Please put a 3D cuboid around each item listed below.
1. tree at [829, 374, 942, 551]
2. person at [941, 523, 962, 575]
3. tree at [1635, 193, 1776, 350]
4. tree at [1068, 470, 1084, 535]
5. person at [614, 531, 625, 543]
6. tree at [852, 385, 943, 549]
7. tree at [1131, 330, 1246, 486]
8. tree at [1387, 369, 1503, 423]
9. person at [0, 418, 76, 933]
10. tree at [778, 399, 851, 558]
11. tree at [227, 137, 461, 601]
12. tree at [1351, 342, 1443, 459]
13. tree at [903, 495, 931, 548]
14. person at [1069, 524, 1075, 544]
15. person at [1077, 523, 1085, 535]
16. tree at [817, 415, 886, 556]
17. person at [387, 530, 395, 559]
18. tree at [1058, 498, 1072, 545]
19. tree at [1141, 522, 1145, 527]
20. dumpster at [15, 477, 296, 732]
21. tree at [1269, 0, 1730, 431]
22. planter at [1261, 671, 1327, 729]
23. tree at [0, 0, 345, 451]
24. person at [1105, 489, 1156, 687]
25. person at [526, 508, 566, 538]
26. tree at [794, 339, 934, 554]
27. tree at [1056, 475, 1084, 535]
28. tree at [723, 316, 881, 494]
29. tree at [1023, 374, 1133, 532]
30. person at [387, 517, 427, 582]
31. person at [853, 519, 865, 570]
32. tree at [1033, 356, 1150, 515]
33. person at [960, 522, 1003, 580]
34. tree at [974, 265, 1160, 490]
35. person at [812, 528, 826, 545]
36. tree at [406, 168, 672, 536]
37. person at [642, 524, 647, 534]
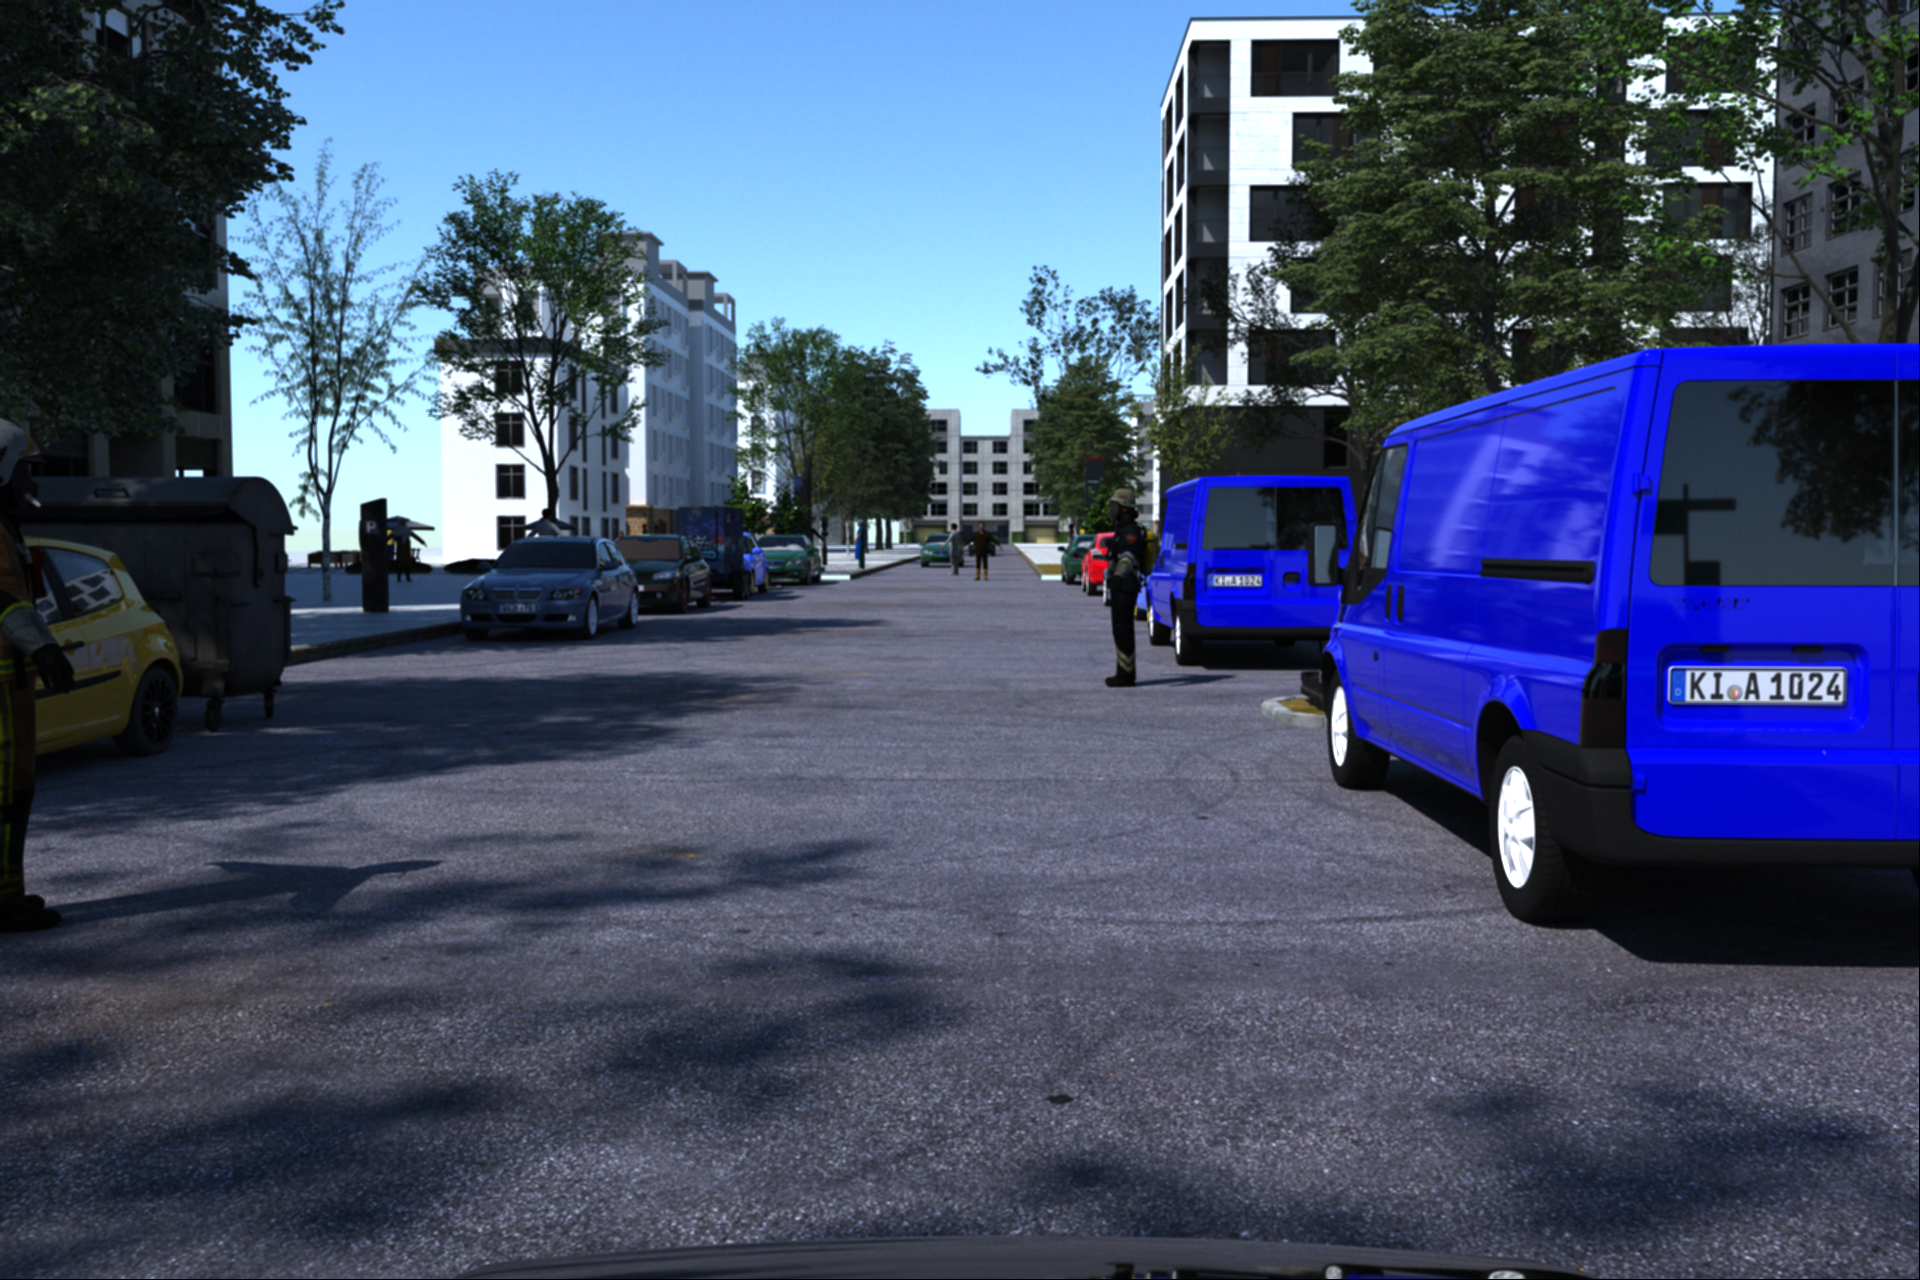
[{"bbox_3d":[-6.275,-13.913,134.130,9.857,13.997,8.962,0,3,0],"label":"tree"},{"bbox_3d":[-0.230,-3.175,60.553,0.705,1.806,1.347,2,4,30],"label":"person"},{"bbox_3d":[28.465,-9.265,61.856,12.009,13.543,11.850,0,3,0],"label":"tree"},{"bbox_3d":[10.404,-12.440,153.760,4.737,8.622,4.395,0,3,0],"label":"tree"},{"bbox_3d":[-14.940,-4.097,76.249,0.599,1.433,0.991,3,5,43],"label":"person"},{"bbox_3d":[-6.138,-14.708,147.128,9.857,13.997,8.962,0,3,0],"label":"tree"},{"bbox_3d":[7.991,-6.845,62.283,4.737,8.622,4.395,0,3,0],"label":"tree"},{"bbox_3d":[18.296,-7.013,65.033,4.737,8.622,4.395,0,3,0],"label":"tree"},{"bbox_3d":[-3.502,0.116,6.332,0.705,1.858,1.354,-3,4,-38],"label":"person"},{"bbox_3d":[-7.658,-8.786,94.013,4.737,8.622,4.395,0,3,0],"label":"tree"},{"bbox_3d":[-12.298,-5.044,32.838,4.360,8.622,3.978,0,3,0],"label":"tree"},{"bbox_3d":[15.720,-6.638,58.901,4.737,8.622,4.395,0,3,0],"label":"tree"},{"bbox_3d":[-4.852,-12.847,160.414,4.737,8.622,4.395,0,3,0],"label":"tree"},{"bbox_3d":[5.981,-5.263,92.191,0.704,1.843,1.345,-1,4,-11],"label":"person"},{"bbox_3d":[5.906,-4.643,81.882,1.349,1.833,0.705,3,5,44],"label":"person"},{"bbox_3d":[-6.679,-9.308,102.544,4.360,8.622,3.978,0,3,0],"label":"tree"},{"bbox_3d":[-23.128,-3.918,70.527,1.216,1.772,0.721,2,4,25],"label":"person"},{"bbox_3d":[9.978,-12.840,160.297,4.360,8.622,3.978,0,3,0],"label":"tree"},{"bbox_3d":[26.052,-18.061,245.657,4.737,8.622,4.395,0,3,0],"label":"tree"},{"bbox_3d":[-6.106,-0.292,12.991,1.865,1.857,1.264,0,4,2],"label":"dumpster"},{"bbox_3d":[9.047,-6.857,30.234,7.486,12.596,7.792,0,3,0],"label":"tree"},{"bbox_3d":[3.406,0.464,13.547,1.991,0.319,1.994,0,4,2],"label":"planter"},{"bbox_3d":[-12.358,-6.923,19.839,9.857,13.997,8.962,0,3,0],"label":"tree"},{"bbox_3d":[1.518,-0.496,16.347,0.705,1.856,1.354,0,4,3],"label":"person"},{"bbox_3d":[-8.504,-1.812,35.780,1.344,1.810,0.704,1,4,18],"label":"person"},{"bbox_3d":[-6.458,-12.691,114.152,9.857,13.997,8.962,0,3,0],"label":"tree"},{"bbox_3d":[9.677,-11.952,145.774,4.737,8.622,4.395,0,3,0],"label":"tree"},{"bbox_3d":[-7.455,-9.577,82.342,9.928,11.665,9.643,0,3,0],"label":"tree"},{"bbox_3d":[9.607,-14.070,136.702,9.857,13.997,8.962,0,3,0],"label":"tree"},{"bbox_3d":[-15.037,-2.451,46.849,1.217,1.736,0.721,-2,4,-33],"label":"person"},{"bbox_3d":[-3.619,-3.467,62.812,0.704,1.817,1.347,1,4,9],"label":"person"},{"bbox_3d":[8.118,-11.777,110.681,7.486,12.596,7.792,0,3,0],"label":"tree"},{"bbox_3d":[0.675,-2.765,53.806,1.346,1.812,0.704,1,4,11],"label":"person"},{"bbox_3d":[7.909,-16.331,122.902,12.611,20.169,13.585,0,3,0],"label":"tree"},{"bbox_3d":[-5.568,-3.517,63.438,1.347,1.837,0.705,-1,4,-10],"label":"person"},{"bbox_3d":[-11.874,-7.596,49.949,9.928,11.665,9.643,0,3,0],"label":"tree"},{"bbox_3d":[-15.670,-4.869,85.880,0.705,1.796,1.348,-1,4,-11],"label":"person"}]
